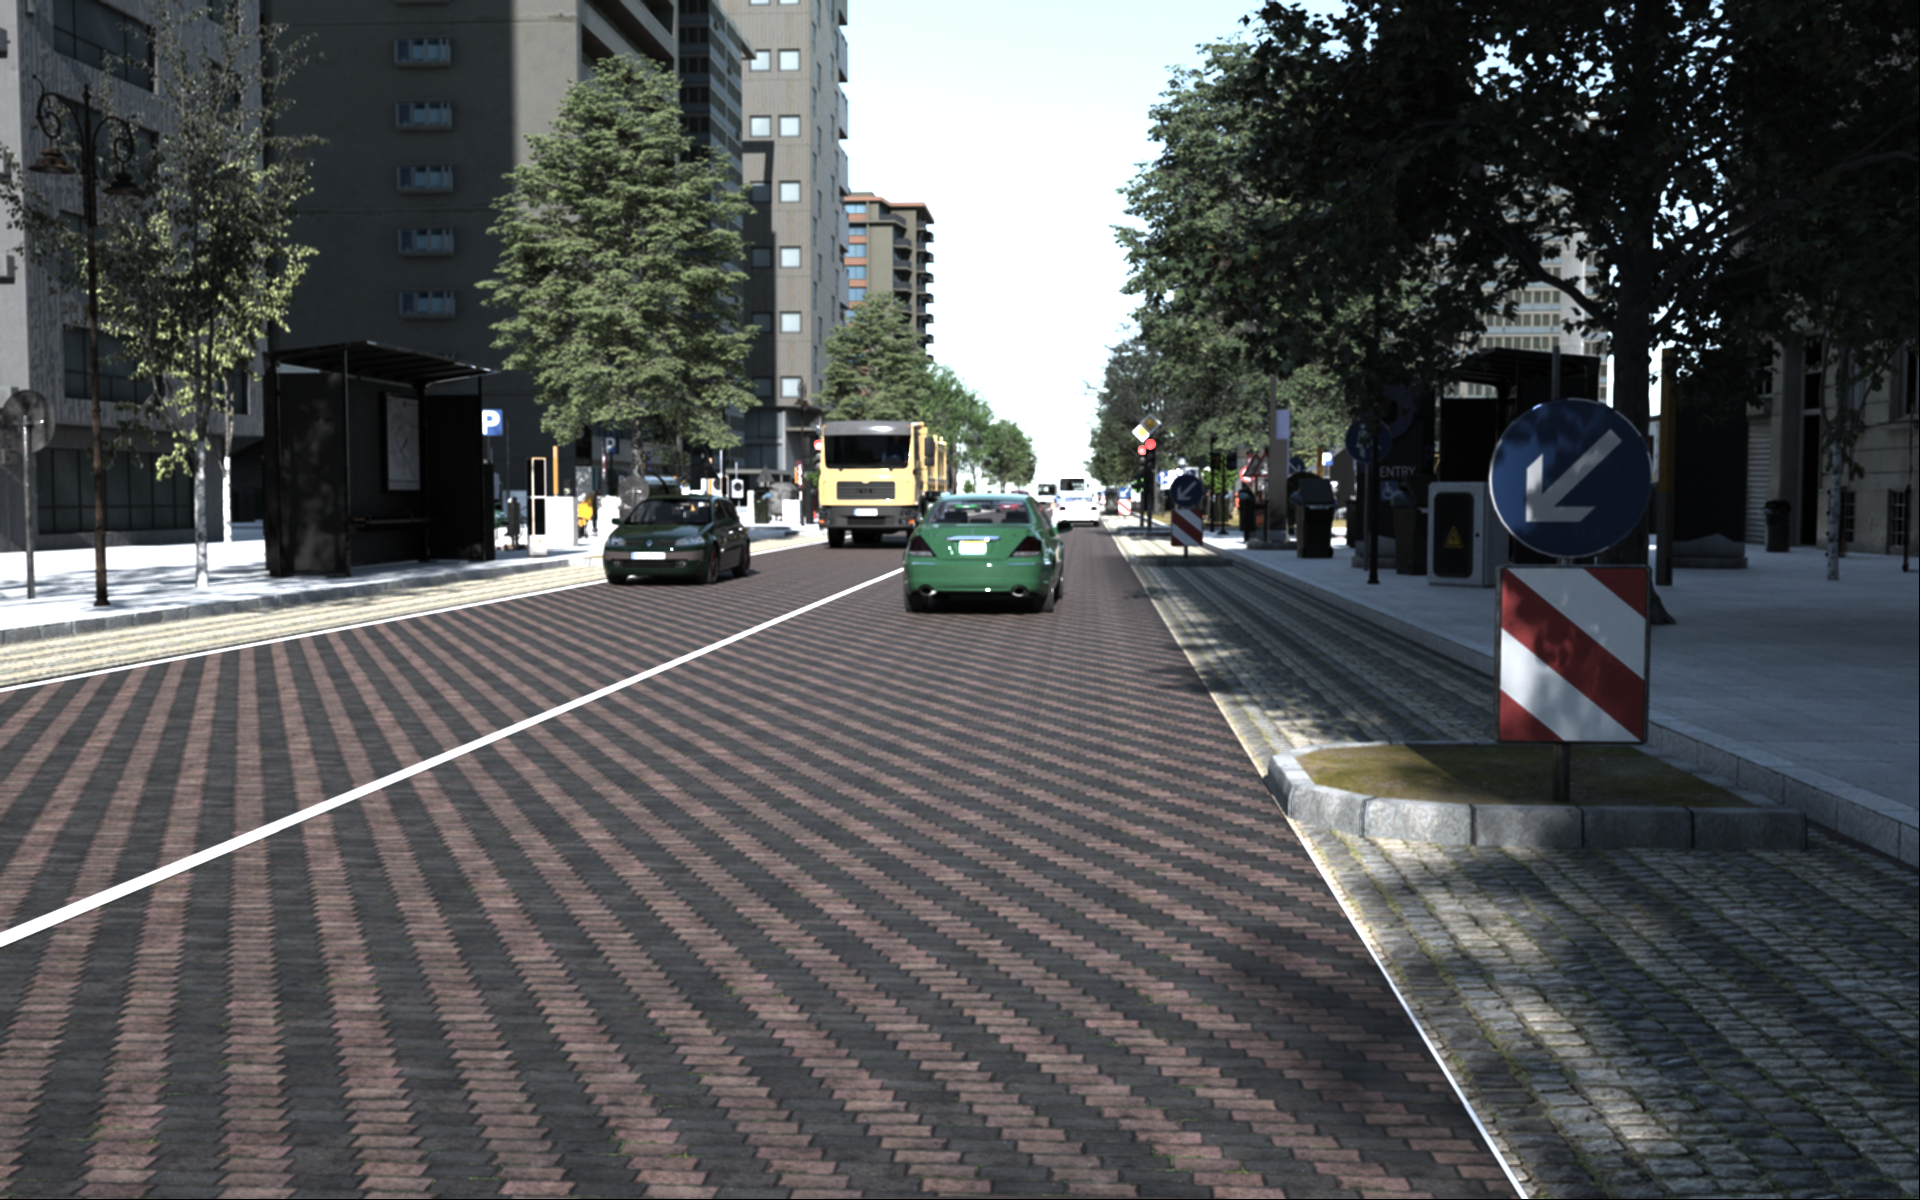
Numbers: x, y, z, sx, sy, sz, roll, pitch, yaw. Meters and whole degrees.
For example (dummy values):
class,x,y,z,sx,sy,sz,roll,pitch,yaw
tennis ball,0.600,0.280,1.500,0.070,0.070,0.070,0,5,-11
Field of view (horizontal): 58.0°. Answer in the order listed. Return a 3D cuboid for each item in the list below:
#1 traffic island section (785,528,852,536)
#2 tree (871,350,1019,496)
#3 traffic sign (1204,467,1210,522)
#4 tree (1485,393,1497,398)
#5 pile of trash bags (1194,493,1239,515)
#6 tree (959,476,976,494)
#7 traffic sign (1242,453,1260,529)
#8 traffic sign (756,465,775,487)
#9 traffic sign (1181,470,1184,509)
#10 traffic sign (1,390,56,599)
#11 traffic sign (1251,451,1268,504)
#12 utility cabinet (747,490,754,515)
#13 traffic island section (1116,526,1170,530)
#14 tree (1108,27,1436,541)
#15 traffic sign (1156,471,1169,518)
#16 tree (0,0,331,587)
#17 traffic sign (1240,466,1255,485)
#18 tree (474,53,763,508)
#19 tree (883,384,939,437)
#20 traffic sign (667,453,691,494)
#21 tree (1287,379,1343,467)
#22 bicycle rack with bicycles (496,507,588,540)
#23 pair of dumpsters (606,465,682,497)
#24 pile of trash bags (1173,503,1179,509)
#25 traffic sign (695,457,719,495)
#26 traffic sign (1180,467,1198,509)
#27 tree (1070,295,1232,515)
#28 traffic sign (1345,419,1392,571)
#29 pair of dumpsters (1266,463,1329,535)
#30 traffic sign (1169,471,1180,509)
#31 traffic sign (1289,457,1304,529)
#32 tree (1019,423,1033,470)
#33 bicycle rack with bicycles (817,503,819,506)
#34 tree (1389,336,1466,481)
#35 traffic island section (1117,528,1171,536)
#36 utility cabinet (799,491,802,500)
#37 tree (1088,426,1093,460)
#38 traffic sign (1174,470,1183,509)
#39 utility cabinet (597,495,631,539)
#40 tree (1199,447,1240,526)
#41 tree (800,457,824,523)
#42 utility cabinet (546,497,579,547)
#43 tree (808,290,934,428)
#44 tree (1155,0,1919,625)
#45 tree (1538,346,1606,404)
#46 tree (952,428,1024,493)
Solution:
class,x,y,z,sx,sy,sz,roll,pitch,yaw
traffic island section,-4.872,-2.331,60.396,2.009,0.180,2.903,0,4,4
tree,-2.828,-12.203,125.272,9.928,11.665,9.643,0,3,0
traffic sign,11.612,-4.935,80.801,0.768,2.556,0.104,1,4,13
tree,37.152,-10.442,121.086,4.737,8.622,4.395,0,3,0
pile of trash bags,15.804,-5.931,106.726,3.447,1.369,1.912,0,4,-6
tree,0.696,-10.905,172.905,1.663,3.219,1.824,0,3,0
traffic sign,9.312,-3.336,54.550,0.884,2.594,0.081,0,4,8
traffic sign,-8.701,-4.736,77.435,0.884,2.594,0.081,1,4,8
traffic sign,11.813,-5.607,91.776,0.768,2.556,0.104,1,4,11
traffic sign,-11.383,-1.287,21.151,0.768,2.556,0.104,1,4,12
traffic sign,9.326,-3.238,52.941,0.884,2.594,0.081,0,4,5
utility cabinet,-11.979,-5.741,102.549,1.173,1.500,0.318,0,4,6
traffic island section,7.117,-2.767,67.529,2.009,0.180,2.903,0,4,4
tree,8.653,-8.559,46.602,9.857,13.997,8.962,0,3,0
traffic sign,11.041,-5.750,94.122,0.768,2.556,0.104,0,4,7
tree,-10.696,-4.486,23.708,4.360,8.622,3.978,0,3,0
traffic sign,13.002,-4.776,78.186,0.768,2.556,0.104,0,4,8
tree,-8.934,-7.790,45.487,7.486,12.596,7.792,0,3,0
tree,-3.274,-9.886,112.005,4.737,8.622,4.395,0,3,0
traffic sign,-8.436,-3.167,51.892,0.768,2.556,0.104,1,4,12
tree,21.079,-9.541,106.361,4.737,8.622,4.395,0,3,0
bicycle rack with bicycles,-11.648,-2.187,49.134,2.852,0.926,2.925,2,4,26
pair of dumpsters,-10.304,-3.302,56.483,1.574,2.255,4.437,0,4,4
pile of trash bags,18.197,-7.594,133.921,3.447,1.369,1.912,-2,4,-31
traffic sign,-8.731,-3.654,59.753,0.884,2.594,0.081,1,4,13
traffic sign,8.852,-3.934,66.453,0.606,2.300,0.079,1,4,13
tree,11.977,-12.010,106.737,12.009,13.543,11.850,0,3,0
traffic sign,6.806,-1.764,28.944,0.768,2.556,0.104,1,4,9
pair of dumpsters,10.864,-3.263,55.851,1.574,2.255,4.437,0,4,4
traffic sign,9.476,-4.530,76.199,0.606,2.300,0.079,1,4,8
traffic sign,11.429,-3.621,59.308,0.768,2.556,0.104,1,4,10
tree,-0.555,-13.845,152.124,9.928,11.665,9.643,0,3,0
bicycle rack with bicycles,-9.161,-6.819,124.866,2.925,0.926,2.852,0,4,0
tree,19.799,-7.717,76.527,4.360,8.622,3.978,0,3,0
traffic island section,6.539,-2.280,59.565,2.009,0.180,2.903,0,4,4
utility cabinet,-11.623,-7.250,127.213,0.318,1.500,1.173,0,4,-4
tree,14.293,-13.332,124.627,9.857,13.997,8.962,0,3,0
traffic sign,11.398,-5.550,90.841,0.768,2.556,0.104,0,4,7
utility cabinet,-9.758,-2.325,49.182,1.020,1.237,0.306,1,4,12
tree,10.843,-4.749,72.252,1.663,3.219,1.824,0,3,0
tree,-5.914,-5.019,76.668,1.663,3.219,1.824,0,3,0
utility cabinet,-9.836,-1.901,42.246,1.020,1.237,0.306,1,4,13
tree,-4.838,-10.929,96.811,7.486,12.596,7.792,0,3,0
tree,6.768,-6.114,16.972,9.611,12.733,9.660,0,3,0
tree,29.449,-8.267,85.520,4.737,8.622,4.395,0,3,0
tree,2.386,-16.455,203.446,7.601,10.594,8.767,-1,4,-13
